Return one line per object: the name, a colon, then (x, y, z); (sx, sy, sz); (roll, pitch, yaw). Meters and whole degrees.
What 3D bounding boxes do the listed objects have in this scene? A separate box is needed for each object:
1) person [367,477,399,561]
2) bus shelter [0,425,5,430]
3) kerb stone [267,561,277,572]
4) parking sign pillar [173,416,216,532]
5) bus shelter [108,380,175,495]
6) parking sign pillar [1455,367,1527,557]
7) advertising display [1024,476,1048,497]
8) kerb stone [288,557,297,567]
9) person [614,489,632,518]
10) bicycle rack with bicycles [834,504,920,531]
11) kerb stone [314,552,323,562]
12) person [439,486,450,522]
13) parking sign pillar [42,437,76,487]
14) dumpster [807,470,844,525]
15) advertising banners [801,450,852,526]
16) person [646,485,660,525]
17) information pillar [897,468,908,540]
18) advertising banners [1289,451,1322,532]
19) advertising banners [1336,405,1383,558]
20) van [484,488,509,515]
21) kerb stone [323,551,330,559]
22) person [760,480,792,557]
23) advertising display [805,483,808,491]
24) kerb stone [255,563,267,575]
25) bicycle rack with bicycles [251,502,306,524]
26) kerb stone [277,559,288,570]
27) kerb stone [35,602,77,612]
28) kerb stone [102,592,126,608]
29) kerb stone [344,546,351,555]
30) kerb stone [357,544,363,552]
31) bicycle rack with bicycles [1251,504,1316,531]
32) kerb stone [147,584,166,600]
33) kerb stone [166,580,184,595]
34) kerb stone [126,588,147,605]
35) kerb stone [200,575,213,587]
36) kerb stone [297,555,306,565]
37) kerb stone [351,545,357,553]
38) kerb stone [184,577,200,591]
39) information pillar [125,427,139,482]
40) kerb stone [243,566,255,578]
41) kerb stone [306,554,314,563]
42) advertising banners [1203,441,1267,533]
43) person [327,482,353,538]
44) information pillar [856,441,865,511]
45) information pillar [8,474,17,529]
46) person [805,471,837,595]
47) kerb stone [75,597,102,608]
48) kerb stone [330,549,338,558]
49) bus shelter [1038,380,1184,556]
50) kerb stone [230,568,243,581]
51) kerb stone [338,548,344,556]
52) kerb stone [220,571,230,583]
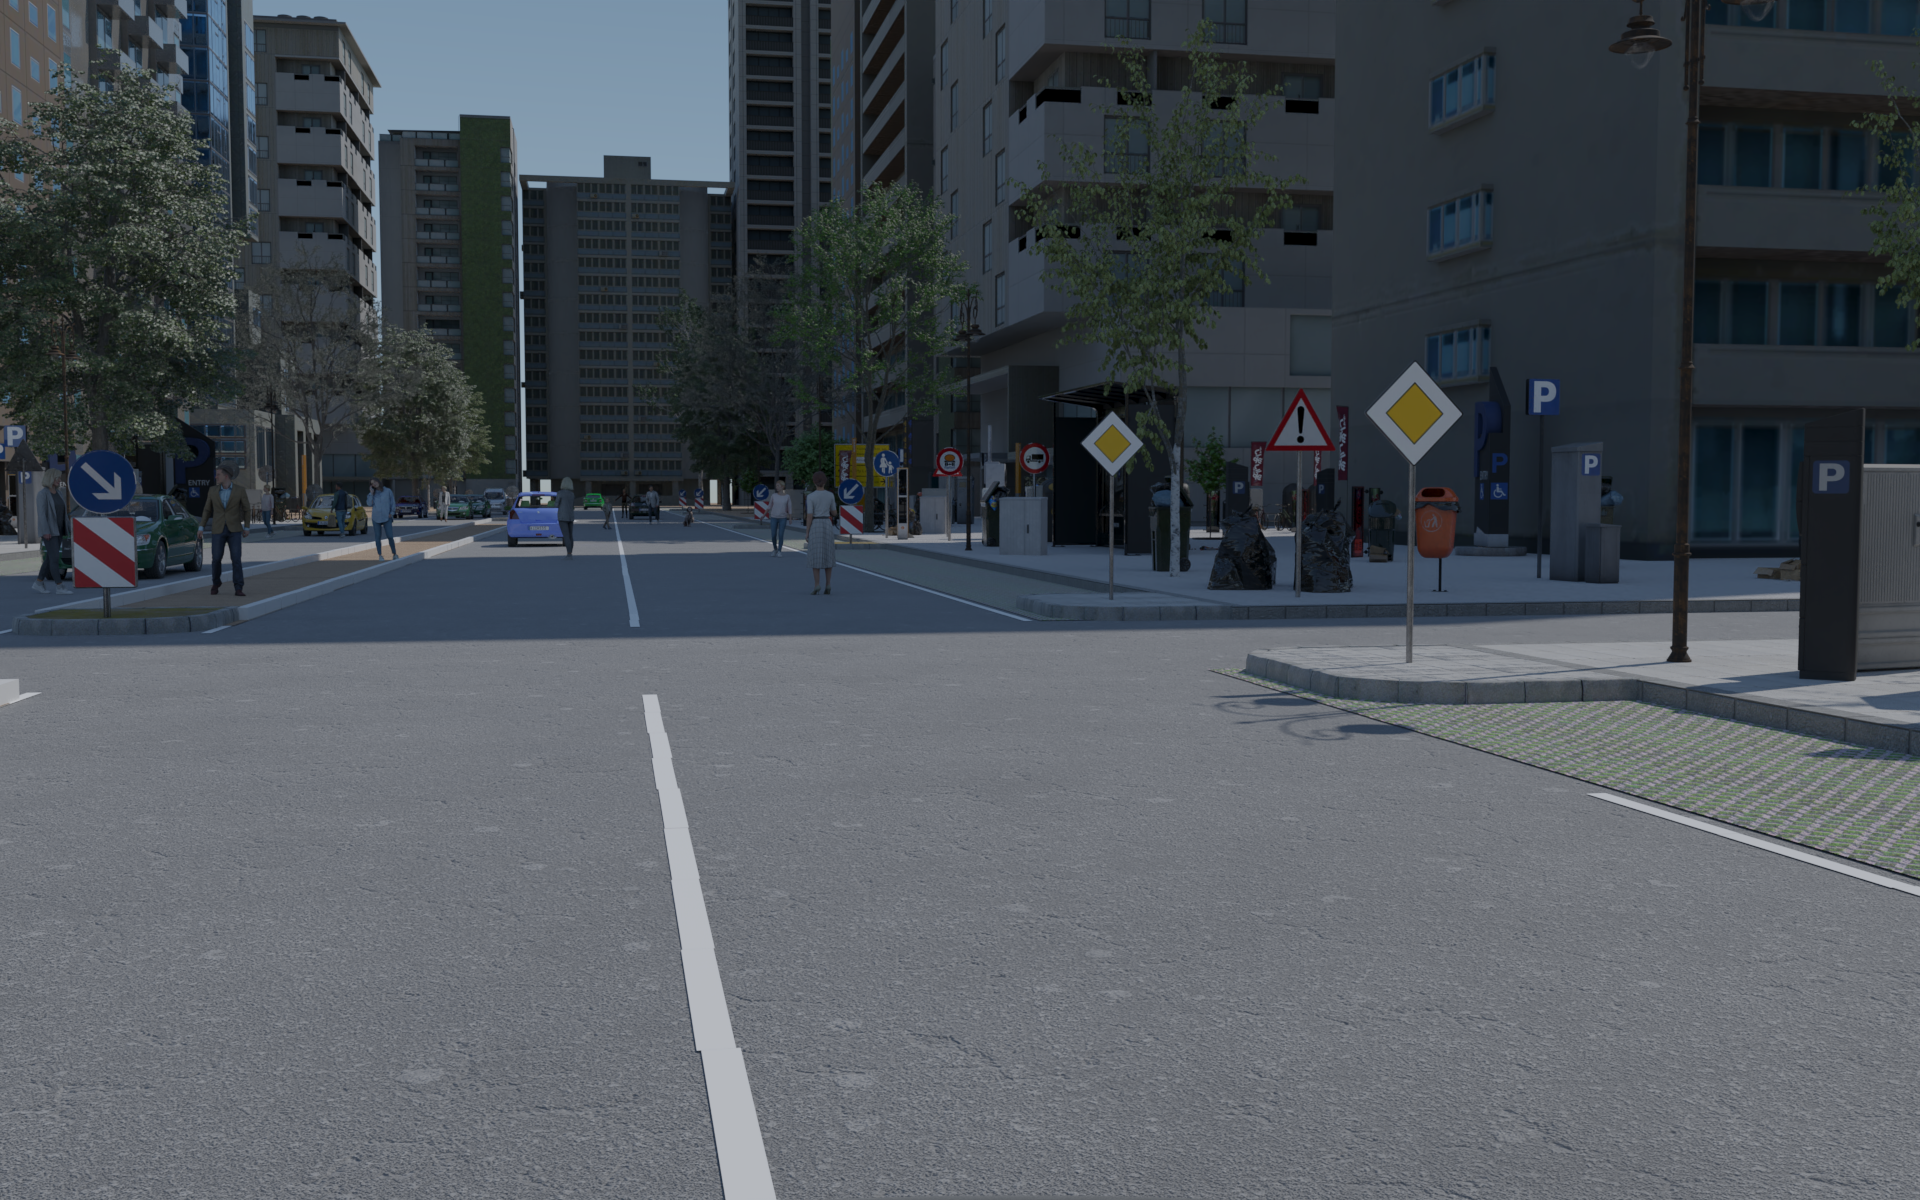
person: (-12.262, -1.717, 36.844); (0.793, 1.790, 0.793); (-3, 5, -41)
bus shelter: (-22.624, -2.657, 37.371); (2.014, 3.302, 5.546); (-1, 4, -11)
kerb stone: (-12.706, -0.582, 31.712); (0.120, 0.150, 1.000); (-1, 4, -11)
parking sign pillar: (-26.303, -4.347, 59.542); (1.447, 3.967, 1.447); (-1, 4, -13)
bus shelter: (-29.196, -5.181, 62.335); (2.179, 5.291, 8.768); (-1, 4, -11)
parking sign pillar: (11.101, -2.914, 36.121); (1.447, 3.967, 1.447); (0, 4, 4)
advertising display: (2.687, -3.439, 61.444); (0.974, 1.923, 0.123); (3, 5, 41)
kerb stone: (-13.114, -0.705, 33.720); (0.120, 0.150, 1.000); (-1, 4, -11)
person: (-19.959, -5.742, 102.911); (1.217, 1.766, 0.721); (0, 4, 6)
bicycle rack with bicycles: (-2.681, -2.903, 60.839); (2.925, 0.926, 2.852); (1, 4, 14)
kerb stone: (-13.718, -0.889, 36.734); (0.120, 0.150, 1.000); (-1, 4, -11)
person: (-26.363, -4.901, 88.501); (0.514, 1.842, 0.818); (-2, 4, -28)
parking sign pillar: (-35.652, -4.907, 68.704); (1.447, 3.967, 1.447); (2, 4, 34)
dumpster: (-5.500, -4.230, 71.651); (1.502, 2.255, 1.985); (-1, 4, -12)
advertising banners: (-5.333, -4.468, 69.235); (2.074, 3.025, 0.090); (0, 4, 4)
person: (-14.442, -4.470, 81.425); (0.661, 1.843, 0.795); (1, 4, 12)
information pillar: (-1.618, -2.704, 48.706); (0.304, 2.012, 0.304); (0, 4, -5)
advertising banners: (11.463, -3.744, 57.398); (0.090, 3.025, 2.074); (-1, 4, -17)
advertising banners: (8.060, -2.373, 34.994); (0.090, 3.025, 2.074); (3, 5, 39)
van: (-32.105, -6.875, 119.425); (2.013, 2.044, 4.112); (-1, 4, -13)
kerb stone: (-13.922, -0.943, 37.736); (0.120, 0.150, 1.000); (-1, 4, -11)
person: (-4.188, -1.851, 39.428); (0.731, 1.740, 0.598); (0, 4, -5)
advertising display: (-8.305, -5.477, 94.755); (0.123, 1.923, 0.974); (-1, 4, -20)
kerb stone: (-12.495, -0.521, 30.707); (0.120, 0.150, 1.000); (-1, 4, -11)
bicycle rack with bicycles: (-30.964, -3.962, 78.167); (2.925, 0.926, 2.852); (3, 4, 37)
kerb stone: (-12.905, -0.643, 32.717); (0.120, 0.150, 1.000); (-1, 4, -11)
kerb stone: (-10.264, 0.159, 19.642); (0.120, 0.150, 1.000); (-1, 4, -11)
kerb stone: (-10.666, 0.033, 21.649); (0.120, 0.150, 1.000); (-1, 4, -11)
kerb stone: (-14.532, -1.133, 40.751); (0.120, 0.150, 1.000); (-1, 4, -11)
kerb stone: (-14.935, -1.259, 42.773); (0.120, 0.150, 1.000); (-1, 4, -11)
bicycle rack with bicycles: (11.692, -2.907, 60.911); (2.852, 0.926, 2.925); (0, 4, -7)
kerb stone: (-11.073, -0.090, 23.662); (0.120, 0.150, 1.000); (-1, 4, -11)
kerb stone: (-11.279, -0.151, 24.668); (0.120, 0.150, 1.000); (-1, 4, -11)
kerb stone: (-10.869, -0.028, 22.651); (0.120, 0.150, 1.000); (-1, 4, -11)
kerb stone: (-11.695, -0.274, 26.673); (0.120, 0.150, 1.000); (-1, 4, -11)
kerb stone: (-13.312, -0.767, 34.730); (0.120, 0.150, 1.000); (-1, 4, -11)
kerb stone: (-14.735, -1.193, 41.767); (0.120, 0.150, 1.000); (-1, 4, -11)
kerb stone: (-11.488, -0.212, 25.672); (0.120, 0.150, 1.000); (-1, 4, -11)
information pillar: (-27.329, -4.023, 57.137); (0.504, 3.616, 0.183); (1, 4, 17)
kerb stone: (-12.294, -0.458, 29.691); (0.120, 0.150, 1.000); (-1, 4, -11)
kerb stone: (-13.520, -0.828, 35.731); (0.120, 0.150, 1.000); (-1, 4, -11)
advertising banners: (9.161, -3.760, 57.665); (2.074, 3.025, 0.090); (0, 4, 1)
person: (-20.313, -2.947, 56.670); (0.794, 1.824, 0.713); (-3, 5, -42)
information pillar: (-4.239, -4.958, 72.416); (0.504, 3.616, 0.183); (-1, 4, -19)
information pillar: (-35.218, -3.671, 64.509); (0.304, 2.012, 0.304); (-1, 4, -11)
person: (-2.002, -0.958, 24.730); (0.480, 1.755, 0.524); (-2, 4, -28)
kerb stone: (-10.466, 0.095, 20.646); (0.120, 0.150, 1.000); (-1, 4, -11)
kerb stone: (-14.118, -1.007, 38.740); (0.120, 0.150, 1.000); (-1, 4, -11)
bus shelter: (3.331, -2.922, 39.051); (1.731, 3.624, 6.357); (-1, 4, -11)
kerb stone: (-12.088, -0.396, 28.690); (0.120, 0.150, 1.000); (-1, 4, -11)
kerb stone: (-14.329, -1.073, 39.743); (0.120, 0.150, 1.000); (-1, 4, -11)
kerb stone: (-11.889, -0.329, 27.680); (0.120, 0.150, 1.000); (-1, 4, -11)
